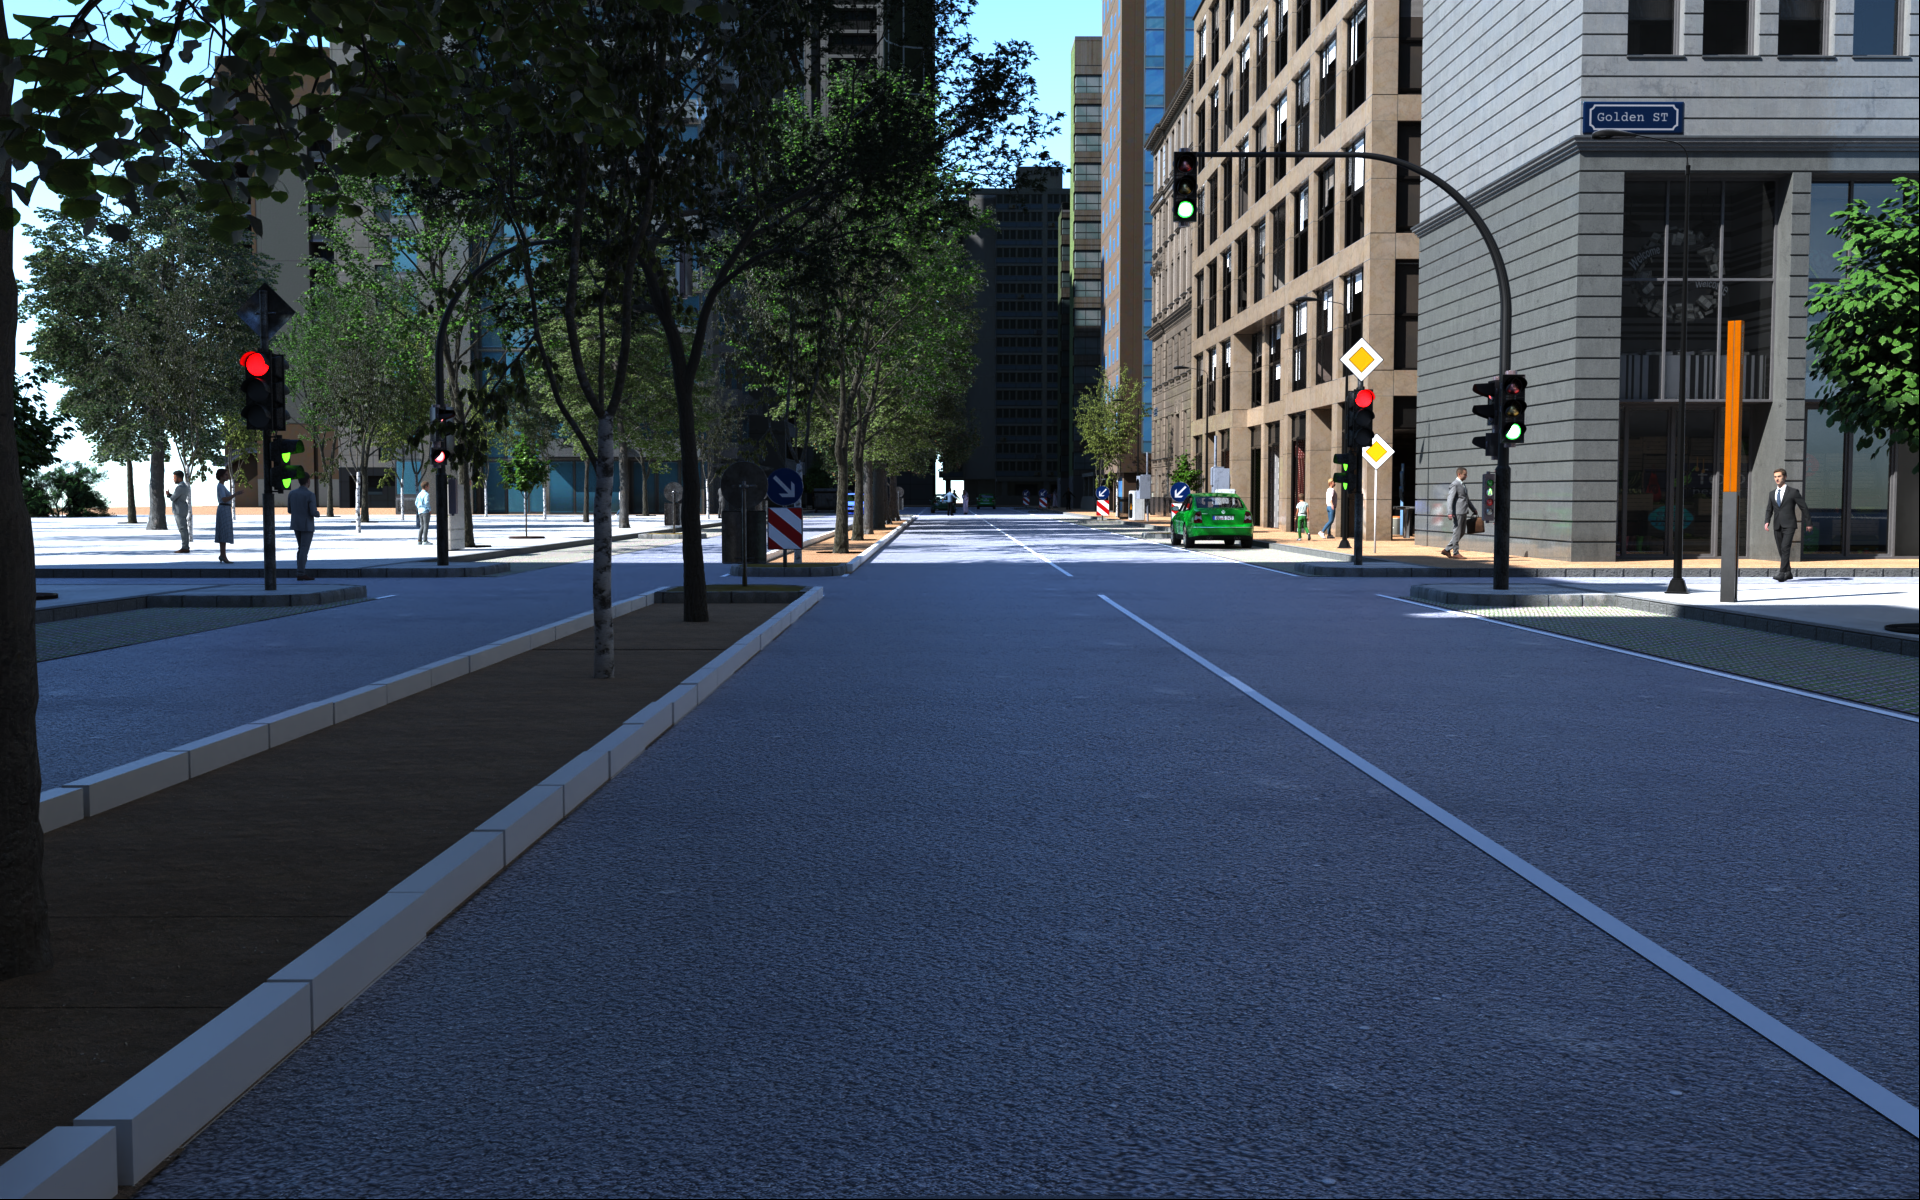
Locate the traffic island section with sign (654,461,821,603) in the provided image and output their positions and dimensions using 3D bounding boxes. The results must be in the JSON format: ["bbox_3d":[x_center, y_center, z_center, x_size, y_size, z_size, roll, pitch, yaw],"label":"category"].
[{"bbox_3d":[-3.000,-0.938,23.477,2.006,1.907,1.989,0,4,-1],"label":"traffic island section with sign"}]

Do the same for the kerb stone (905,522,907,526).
[{"bbox_3d":[-2.429,-3.123,73.315,0.120,0.150,1.000,0,4,-1],"label":"kerb stone"}]

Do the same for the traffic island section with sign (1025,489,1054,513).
[{"bbox_3d":[6.260,-7.648,133.677,1.989,1.847,2.006,0,4,-1],"label":"traffic island section with sign"}]

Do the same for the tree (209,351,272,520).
[{"bbox_3d":[-35.592,-8.251,85.259,4.737,8.622,4.395,0,3,0],"label":"tree"}]

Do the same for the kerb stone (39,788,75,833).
[{"bbox_3d":[-3.899,0.929,7.095,0.120,0.150,1.000,0,4,-1],"label":"kerb stone"}]

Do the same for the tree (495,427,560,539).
[{"bbox_3d":[-12.694,-3.396,50.132,1.663,3.219,1.824,0,3,0],"label":"tree"}]

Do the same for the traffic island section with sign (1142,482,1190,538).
[{"bbox_3d":[6.985,-2.933,56.578,1.989,1.847,2.006,0,4,-1],"label":"traffic island section with sign"}]

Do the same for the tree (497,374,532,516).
[{"bbox_3d":[-26.735,-8.941,96.554,4.737,8.622,4.395,0,3,0],"label":"tree"}]

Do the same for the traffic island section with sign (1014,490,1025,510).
[{"bbox_3d":[5.996,-9.297,160.631,1.989,1.847,2.006,0,4,-1],"label":"traffic island section with sign"}]

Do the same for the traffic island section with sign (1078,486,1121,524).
[{"bbox_3d":[6.731,-4.599,83.823,1.989,1.847,2.006,0,4,-1],"label":"traffic island section with sign"}]

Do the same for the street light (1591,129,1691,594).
[{"bbox_3d":[8.733,-3.038,22.216,1.470,5.913,1.316,0,4,-1],"label":"street light"}]

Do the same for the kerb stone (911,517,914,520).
[{"bbox_3d":[-2.574,-4.064,88.693,0.120,0.150,1.000,0,4,-1],"label":"kerb stone"}]

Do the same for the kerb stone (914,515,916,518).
[{"bbox_3d":[-2.629,-4.443,94.833,0.120,0.150,1.000,0,4,-1],"label":"kerb stone"}]

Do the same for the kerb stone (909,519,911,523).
[{"bbox_3d":[-2.515,-3.628,81.507,0.120,0.150,1.000,0,4,-1],"label":"kerb stone"}]

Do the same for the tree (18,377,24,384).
[{"bbox_3d":[-38.956,-7.164,67.495,4.360,8.622,3.978,0,3,0],"label":"tree"}]

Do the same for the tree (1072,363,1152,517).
[{"bbox_3d":[8.539,-8.939,96.513,4.737,8.622,4.395,0,3,0],"label":"tree"}]

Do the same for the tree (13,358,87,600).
[{"bbox_3d":[-11.737,-1.617,21.043,1.663,3.219,1.824,0,3,0],"label":"tree"}]

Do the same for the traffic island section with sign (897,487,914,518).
[{"bbox_3d":[-3.780,-5.987,106.019,2.006,1.907,1.989,0,4,-1],"label":"traffic island section with sign"}]

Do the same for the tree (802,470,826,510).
[{"bbox_3d":[-12.322,-8.956,141.030,1.663,3.219,1.824,0,3,0],"label":"tree"}]

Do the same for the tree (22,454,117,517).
[{"bbox_3d":[-56.332,-11.723,93.488,13.155,14.587,18.604,2,4,30],"label":"tree"}]

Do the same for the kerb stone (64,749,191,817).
[{"bbox_3d":[-3.901,0.860,8.132,0.120,0.150,1.000,0,4,-1],"label":"kerb stone"}]

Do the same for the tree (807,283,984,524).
[{"bbox_3d":[-3.527,-10.490,90.975,9.611,12.733,9.660,0,3,0],"label":"tree"}]

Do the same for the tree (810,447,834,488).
[{"bbox_3d":[-13.768,-14.249,183.332,4.737,8.622,4.395,0,3,0],"label":"tree"}]

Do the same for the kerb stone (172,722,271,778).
[{"bbox_3d":[-3.914,0.797,9.161,0.120,0.150,1.000,0,4,-1],"label":"kerb stone"}]

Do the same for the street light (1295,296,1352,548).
[{"bbox_3d":[8.572,-4.179,40.863,1.470,5.913,1.316,0,4,-1],"label":"street light"}]

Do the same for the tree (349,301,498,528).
[{"bbox_3d":[-20.675,-7.052,65.661,4.737,8.622,4.395,0,3,0],"label":"tree"}]

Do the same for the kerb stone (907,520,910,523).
[{"bbox_3d":[-2.468,-3.440,78.438,0.120,0.150,1.000,0,4,-1],"label":"kerb stone"}]

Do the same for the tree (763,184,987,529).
[{"bbox_3d":[-3.423,-9.903,71.020,9.857,13.997,8.962,0,3,0],"label":"tree"}]

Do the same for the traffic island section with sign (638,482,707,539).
[{"bbox_3d":[-9.223,-2.884,55.774,1.989,1.847,2.006,0,4,-1],"label":"traffic island section with sign"}]

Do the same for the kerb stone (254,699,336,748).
[{"bbox_3d":[-3.925,0.734,10.189,0.120,0.150,1.000,0,4,-1],"label":"kerb stone"}]

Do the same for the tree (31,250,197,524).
[{"bbox_3d":[-36.265,-9.140,75.191,9.928,11.665,9.643,0,3,0],"label":"tree"}]

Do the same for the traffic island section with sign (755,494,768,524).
[{"bbox_3d":[-9.481,-4.548,82.995,1.989,1.847,2.006,0,4,-1],"label":"traffic island section with sign"}]

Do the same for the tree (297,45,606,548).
[{"bbox_3d":[-12.060,-7.074,41.413,9.928,11.665,9.643,0,3,0],"label":"tree"}]

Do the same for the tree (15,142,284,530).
[{"bbox_3d":[-28.856,-9.492,61.842,9.857,13.997,8.962,0,3,0],"label":"tree"}]

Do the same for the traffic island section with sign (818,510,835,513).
[{"bbox_3d":[-9.954,-7.604,132.945,1.989,1.847,2.006,0,4,-1],"label":"traffic island section with sign"}]

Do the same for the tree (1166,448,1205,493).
[{"bbox_3d":[9.571,-4.837,73.679,1.663,3.219,1.824,0,3,0],"label":"tree"}]

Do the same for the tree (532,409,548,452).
[{"bbox_3d":[-25.687,-9.279,102.071,4.737,8.622,4.395,0,3,0],"label":"tree"}]

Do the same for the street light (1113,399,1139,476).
[{"bbox_3d":[8.153,-6.855,84.613,1.470,5.913,1.316,0,4,-1],"label":"street light"}]

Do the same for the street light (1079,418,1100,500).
[{"bbox_3d":[8.005,-8.171,106.133,1.470,5.913,1.316,0,4,-1],"label":"street light"}]

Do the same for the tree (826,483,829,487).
[{"bbox_3d":[-12.804,-10.009,158.253,1.663,3.219,1.824,0,3,0],"label":"tree"}]

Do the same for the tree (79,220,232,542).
[{"bbox_3d":[-20.829,-5.857,46.119,4.360,8.622,3.978,0,3,0],"label":"tree"}]

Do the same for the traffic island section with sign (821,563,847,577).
[{"bbox_3d":[-3.060,-1.391,30.884,2.006,1.907,1.989,0,4,-1],"label":"traffic island section with sign"}]

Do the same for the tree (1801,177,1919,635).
[{"bbox_3d":[9.356,-1.968,15.891,4.285,4.588,4.351,0,3,0],"label":"tree"}]

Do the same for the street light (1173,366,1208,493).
[{"bbox_3d":[8.418,-5.522,62.827,1.470,5.913,1.316,0,4,-1],"label":"street light"}]

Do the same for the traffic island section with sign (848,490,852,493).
[{"bbox_3d":[-10.221,-9.287,160.466,1.989,1.847,2.006,0,4,-1],"label":"traffic island section with sign"}]

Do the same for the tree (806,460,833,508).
[{"bbox_3d":[-13.408,-11.014,163.792,4.285,4.588,4.351,0,3,0],"label":"tree"}]

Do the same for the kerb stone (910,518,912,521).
[{"bbox_3d":[-2.522,-3.753,83.556,0.120,0.150,1.000,0,4,-1],"label":"kerb stone"}]
